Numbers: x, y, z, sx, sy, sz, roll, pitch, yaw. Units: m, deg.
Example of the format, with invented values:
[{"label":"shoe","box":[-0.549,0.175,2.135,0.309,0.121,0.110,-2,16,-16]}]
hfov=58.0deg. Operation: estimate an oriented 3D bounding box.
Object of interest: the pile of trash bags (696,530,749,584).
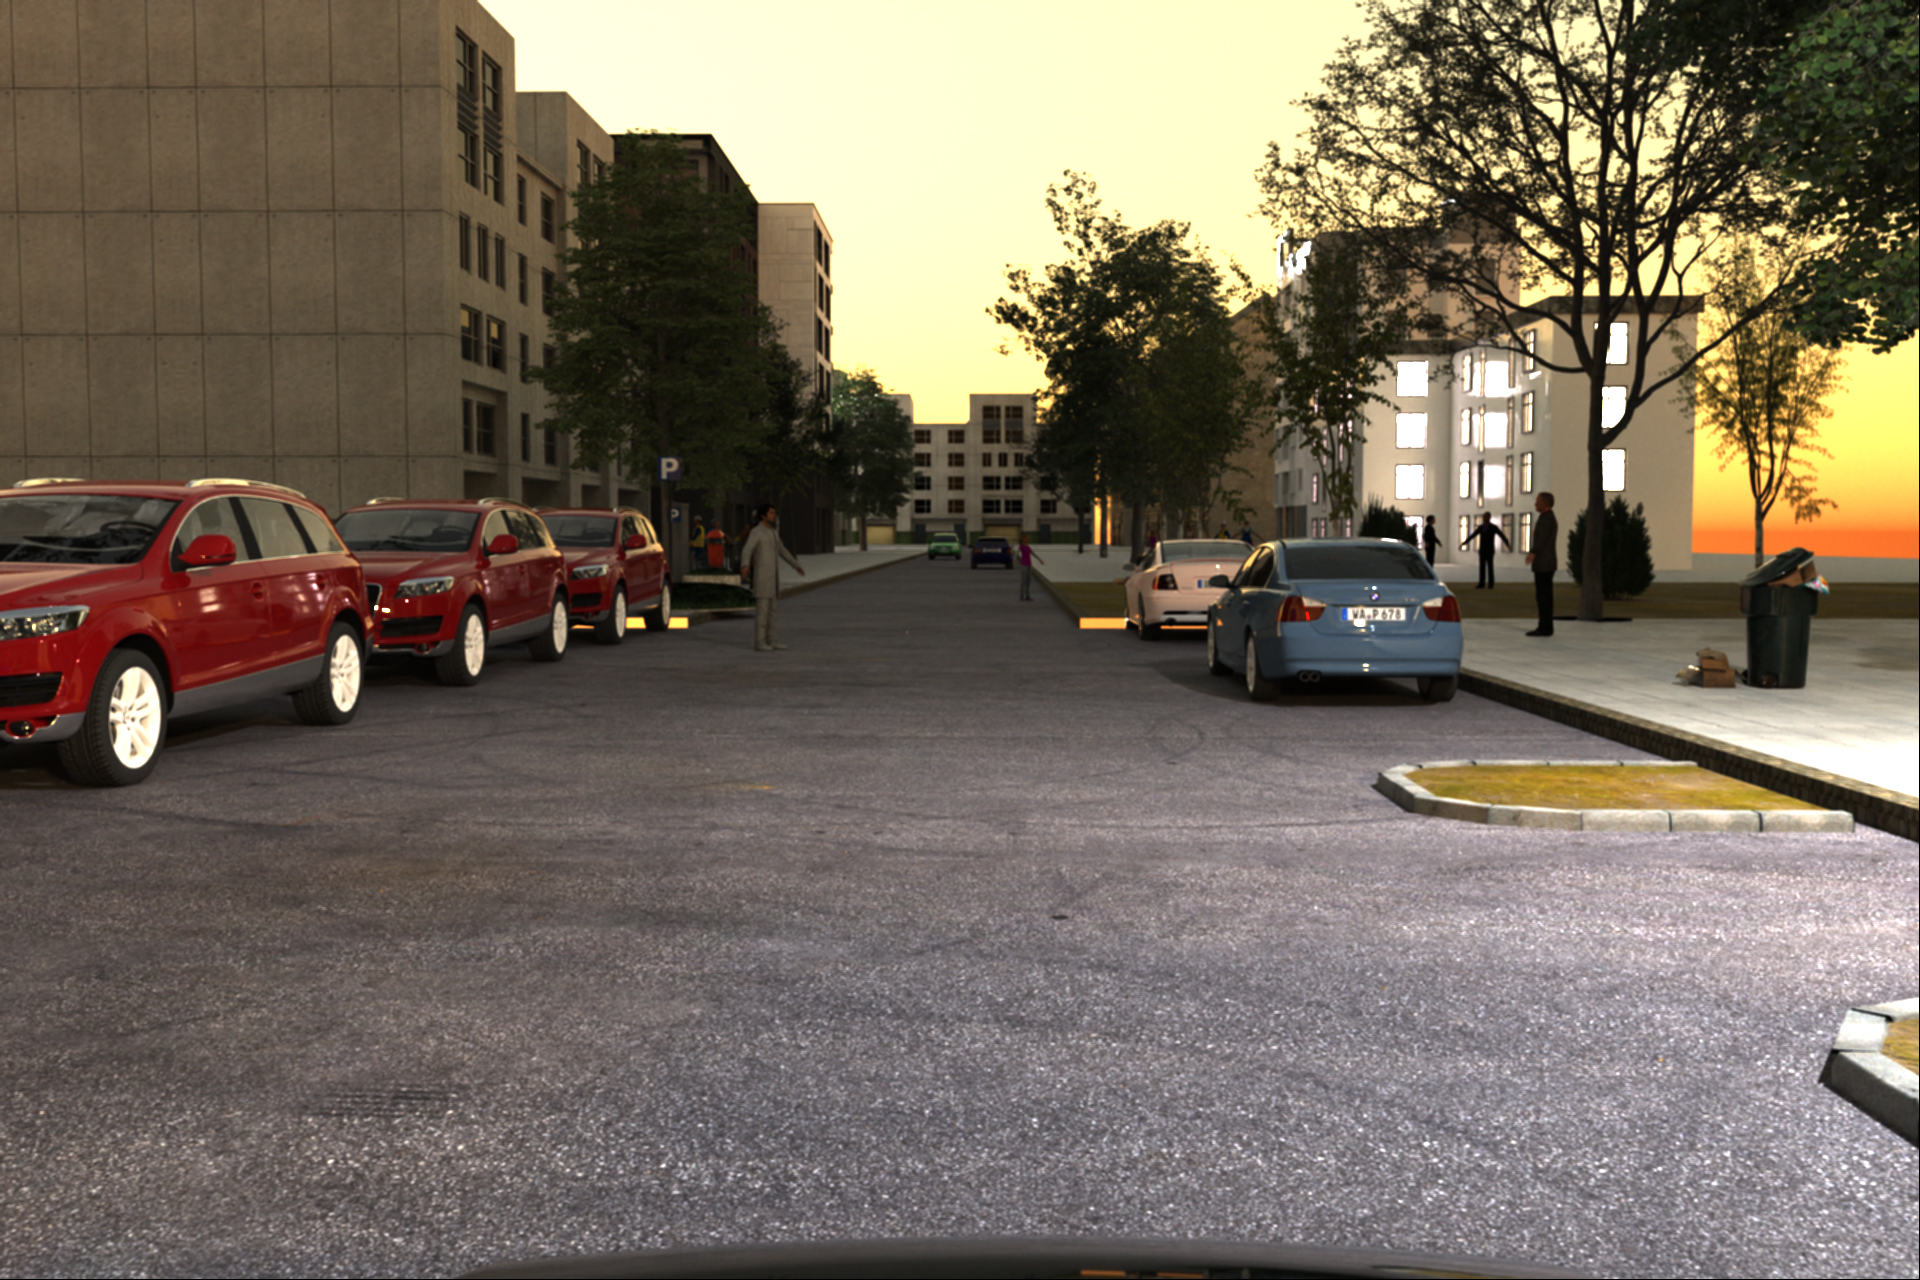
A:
[{"label":"pile of trash bags","box":[-6.017,-2.130,44.575,1.912,1.369,3.447,0,4,2]}]

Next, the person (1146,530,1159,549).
[{"label":"person","box":[7.113,-3.306,63.323,0.599,1.433,0.991,-3,4,-36]}]

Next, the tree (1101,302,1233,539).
[{"label":"tree","box":[7.161,-6.365,54.423,4.360,8.622,3.978,0,3,0]}]

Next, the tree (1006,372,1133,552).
[{"label":"tree","box":[8.504,-13.041,123.591,12.009,13.543,11.850,0,3,0]}]

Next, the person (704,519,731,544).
[{"label":"person","box":[-8.672,-3.362,61.092,1.347,1.817,0.704,-3,5,-42]}]

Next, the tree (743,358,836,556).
[{"label":"tree","box":[-7.612,-7.516,73.245,4.737,8.622,4.395,0,3,0]}]

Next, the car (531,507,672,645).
[{"label":"car","box":[-5.366,-0.945,24.121,2.281,1.827,5.304,0,4,1]}]

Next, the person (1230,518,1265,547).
[{"label":"person","box":[9.932,-3.314,60.037,1.347,1.847,0.705,1,4,9]}]

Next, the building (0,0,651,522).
[{"label":"building","box":[-24.047,-12.434,69.747,16.747,18.905,31.486,0,4,1]}]

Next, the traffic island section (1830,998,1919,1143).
[{"label":"traffic island section","box":[3.249,1.148,4.098,1.991,0.108,1.994,0,4,1]}]

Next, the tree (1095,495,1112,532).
[{"label":"tree","box":[19.662,-16.419,218.804,4.360,8.622,3.978,0,3,0]}]

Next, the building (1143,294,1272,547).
[{"label":"building","box":[27.901,-20.554,166.989,19.493,23.208,18.063,0,4,1]}]

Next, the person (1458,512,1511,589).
[{"label":"person","box":[12.389,-2.114,40.792,0.704,1.802,1.346,-3,5,-42]}]

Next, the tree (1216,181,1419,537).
[{"label":"tree","box":[7.491,-5.193,35.270,4.737,8.622,4.395,0,3,0]}]

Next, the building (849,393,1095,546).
[{"label":"building","box":[1.152,-21.735,224.287,31.486,18.905,16.747,0,4,0]}]

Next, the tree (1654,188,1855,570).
[{"label":"tree","box":[17.186,-5.293,36.900,4.360,8.622,3.978,0,3,0]}]

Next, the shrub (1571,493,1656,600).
[{"label":"shrub","box":[12.745,-1.817,33.752,1.661,2.075,1.752,0,3,0]}]

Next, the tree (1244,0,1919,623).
[{"label":"tree","box":[9.506,-7.030,25.311,12.009,13.543,11.850,0,3,0]}]

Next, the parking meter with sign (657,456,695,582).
[{"label":"parking meter with sign","box":[-6.470,-2.661,39.766,0.543,3.016,1.738,0,4,3]}]

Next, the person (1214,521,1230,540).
[{"label":"person","box":[9.837,-3.599,65.308,0.721,1.772,1.216,-2,4,-26]}]

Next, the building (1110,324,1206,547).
[{"label":"building","box":[26.071,-21.699,185.707,19.493,23.208,18.063,0,4,1]}]

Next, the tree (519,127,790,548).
[{"label":"tree","box":[-8.702,-8.030,49.424,7.486,12.596,7.792,0,3,0]}]

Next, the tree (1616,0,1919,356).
[{"label":"tree","box":[9.402,-6.499,12.911,9.857,13.997,8.962,0,3,0]}]

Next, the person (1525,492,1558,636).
[{"label":"person","box":[7.334,-0.957,21.827,0.705,1.807,1.348,2,4,26]}]

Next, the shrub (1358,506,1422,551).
[{"label":"shrub","box":[11.307,-2.541,45.594,1.661,2.075,1.752,0,3,0]}]

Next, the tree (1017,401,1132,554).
[{"label":"tree","box":[7.855,-10.903,112.680,8.767,10.594,7.601,0,4,3]}]

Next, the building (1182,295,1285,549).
[{"label":"building","box":[29.454,-19.403,148.174,19.493,23.208,18.063,0,4,1]}]

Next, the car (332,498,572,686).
[{"label":"car","box":[-5.531,-0.570,17.995,2.281,1.827,5.304,0,4,2]}]

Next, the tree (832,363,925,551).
[{"label":"tree","box":[-7.133,-13.573,128.577,9.857,13.997,8.962,0,3,0]}]

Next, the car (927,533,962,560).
[{"label":"car","box":[-0.840,-5.458,98.038,1.959,1.807,4.718,0,4,2]}]

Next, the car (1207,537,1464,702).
[{"label":"car","box":[3.382,-0.252,16.119,2.014,1.417,4.499,0,4,1]}]

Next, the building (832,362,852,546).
[{"label":"building","box":[-21.292,-19.602,186.954,16.747,18.905,31.486,0,4,1]}]

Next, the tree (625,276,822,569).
[{"label":"tree","box":[-8.594,-7.845,62.673,7.601,10.594,8.767,-1,4,-9]}]

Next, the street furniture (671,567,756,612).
[{"label":"street furniture","box":[-8.454,-0.915,30.582,10.072,0.657,5.734,0,4,-2]}]

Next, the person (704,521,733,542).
[{"label":"person","box":[-8.115,-3.135,58.064,1.217,1.733,0.721,-2,4,-32]}]

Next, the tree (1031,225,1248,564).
[{"label":"tree","box":[7.620,-10.181,73.118,9.857,13.997,8.962,0,3,0]}]

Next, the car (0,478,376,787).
[{"label":"car","box":[-5.652,-0.175,11.528,2.281,1.827,5.304,0,4,2]}]

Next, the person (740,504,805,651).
[{"label":"person","box":[-2.359,-0.778,21.360,0.705,1.806,1.347,2,4,26]}]

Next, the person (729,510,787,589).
[{"label":"person","box":[-4.688,-2.101,40.113,1.354,1.858,0.705,-1,4,-13]}]

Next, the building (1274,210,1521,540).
[{"label":"building","box":[24.913,-15.388,108.007,16.016,20.090,11.380,0,4,1]}]

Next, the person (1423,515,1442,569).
[{"label":"person","box":[13.151,-2.578,48.332,0.705,1.806,1.347,2,4,32]}]

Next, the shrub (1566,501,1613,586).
[{"label":"shrub","box":[15.239,-2.273,41.210,1.661,2.075,1.752,0,3,0]}]

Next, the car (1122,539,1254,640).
[{"label":"car","box":[3.384,-0.754,24.690,2.083,1.381,4.827,0,4,2]}]

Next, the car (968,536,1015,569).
[{"label":"car","box":[1.314,-3.634,72.002,1.945,1.354,3.894,0,4,0]}]

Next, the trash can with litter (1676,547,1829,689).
[{"label":"trash can with litter","box":[6.613,-0.188,14.466,1.055,1.170,0.624,0,4,1]}]

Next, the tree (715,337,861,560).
[{"label":"tree","box":[-8.128,-9.010,81.720,7.601,10.594,8.767,2,4,28]}]

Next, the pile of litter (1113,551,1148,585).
[{"label":"pile of litter","box":[4.444,-1.821,43.740,1.176,0.858,1.719,0,4,0]}]

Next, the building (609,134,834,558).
[{"label":"building","box":[-22.981,-15.977,105.193,27.936,21.610,32.646,0,4,1]}]

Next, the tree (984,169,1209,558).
[{"label":"tree","box":[6.424,-14.494,92.864,12.611,20.169,13.585,0,3,0]}]

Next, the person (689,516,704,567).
[{"label":"person","box":[-7.893,-2.817,52.026,0.705,1.833,1.349,0,4,4]}]

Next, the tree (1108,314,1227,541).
[{"label":"tree","box":[6.747,-6.647,59.043,4.360,8.622,3.978,0,3,0]}]

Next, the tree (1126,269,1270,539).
[{"label":"tree","box":[6.679,-5.970,47.978,4.737,8.622,4.395,0,3,0]}]

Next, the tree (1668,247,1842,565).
[{"label":"tree","box":[20.616,-5.737,44.168,4.360,8.622,3.978,0,3,0]}]

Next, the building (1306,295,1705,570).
[{"label":"building","box":[21.923,-8.134,75.135,9.099,9.664,28.070,0,4,1]}]

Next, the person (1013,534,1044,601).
[{"label":"person","box":[1.452,-1.547,37.009,0.599,1.433,0.991,3,5,41]}]

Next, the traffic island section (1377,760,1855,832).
[{"label":"traffic island section","box":[3.330,0.828,9.336,1.991,0.108,1.994,0,4,2]}]
